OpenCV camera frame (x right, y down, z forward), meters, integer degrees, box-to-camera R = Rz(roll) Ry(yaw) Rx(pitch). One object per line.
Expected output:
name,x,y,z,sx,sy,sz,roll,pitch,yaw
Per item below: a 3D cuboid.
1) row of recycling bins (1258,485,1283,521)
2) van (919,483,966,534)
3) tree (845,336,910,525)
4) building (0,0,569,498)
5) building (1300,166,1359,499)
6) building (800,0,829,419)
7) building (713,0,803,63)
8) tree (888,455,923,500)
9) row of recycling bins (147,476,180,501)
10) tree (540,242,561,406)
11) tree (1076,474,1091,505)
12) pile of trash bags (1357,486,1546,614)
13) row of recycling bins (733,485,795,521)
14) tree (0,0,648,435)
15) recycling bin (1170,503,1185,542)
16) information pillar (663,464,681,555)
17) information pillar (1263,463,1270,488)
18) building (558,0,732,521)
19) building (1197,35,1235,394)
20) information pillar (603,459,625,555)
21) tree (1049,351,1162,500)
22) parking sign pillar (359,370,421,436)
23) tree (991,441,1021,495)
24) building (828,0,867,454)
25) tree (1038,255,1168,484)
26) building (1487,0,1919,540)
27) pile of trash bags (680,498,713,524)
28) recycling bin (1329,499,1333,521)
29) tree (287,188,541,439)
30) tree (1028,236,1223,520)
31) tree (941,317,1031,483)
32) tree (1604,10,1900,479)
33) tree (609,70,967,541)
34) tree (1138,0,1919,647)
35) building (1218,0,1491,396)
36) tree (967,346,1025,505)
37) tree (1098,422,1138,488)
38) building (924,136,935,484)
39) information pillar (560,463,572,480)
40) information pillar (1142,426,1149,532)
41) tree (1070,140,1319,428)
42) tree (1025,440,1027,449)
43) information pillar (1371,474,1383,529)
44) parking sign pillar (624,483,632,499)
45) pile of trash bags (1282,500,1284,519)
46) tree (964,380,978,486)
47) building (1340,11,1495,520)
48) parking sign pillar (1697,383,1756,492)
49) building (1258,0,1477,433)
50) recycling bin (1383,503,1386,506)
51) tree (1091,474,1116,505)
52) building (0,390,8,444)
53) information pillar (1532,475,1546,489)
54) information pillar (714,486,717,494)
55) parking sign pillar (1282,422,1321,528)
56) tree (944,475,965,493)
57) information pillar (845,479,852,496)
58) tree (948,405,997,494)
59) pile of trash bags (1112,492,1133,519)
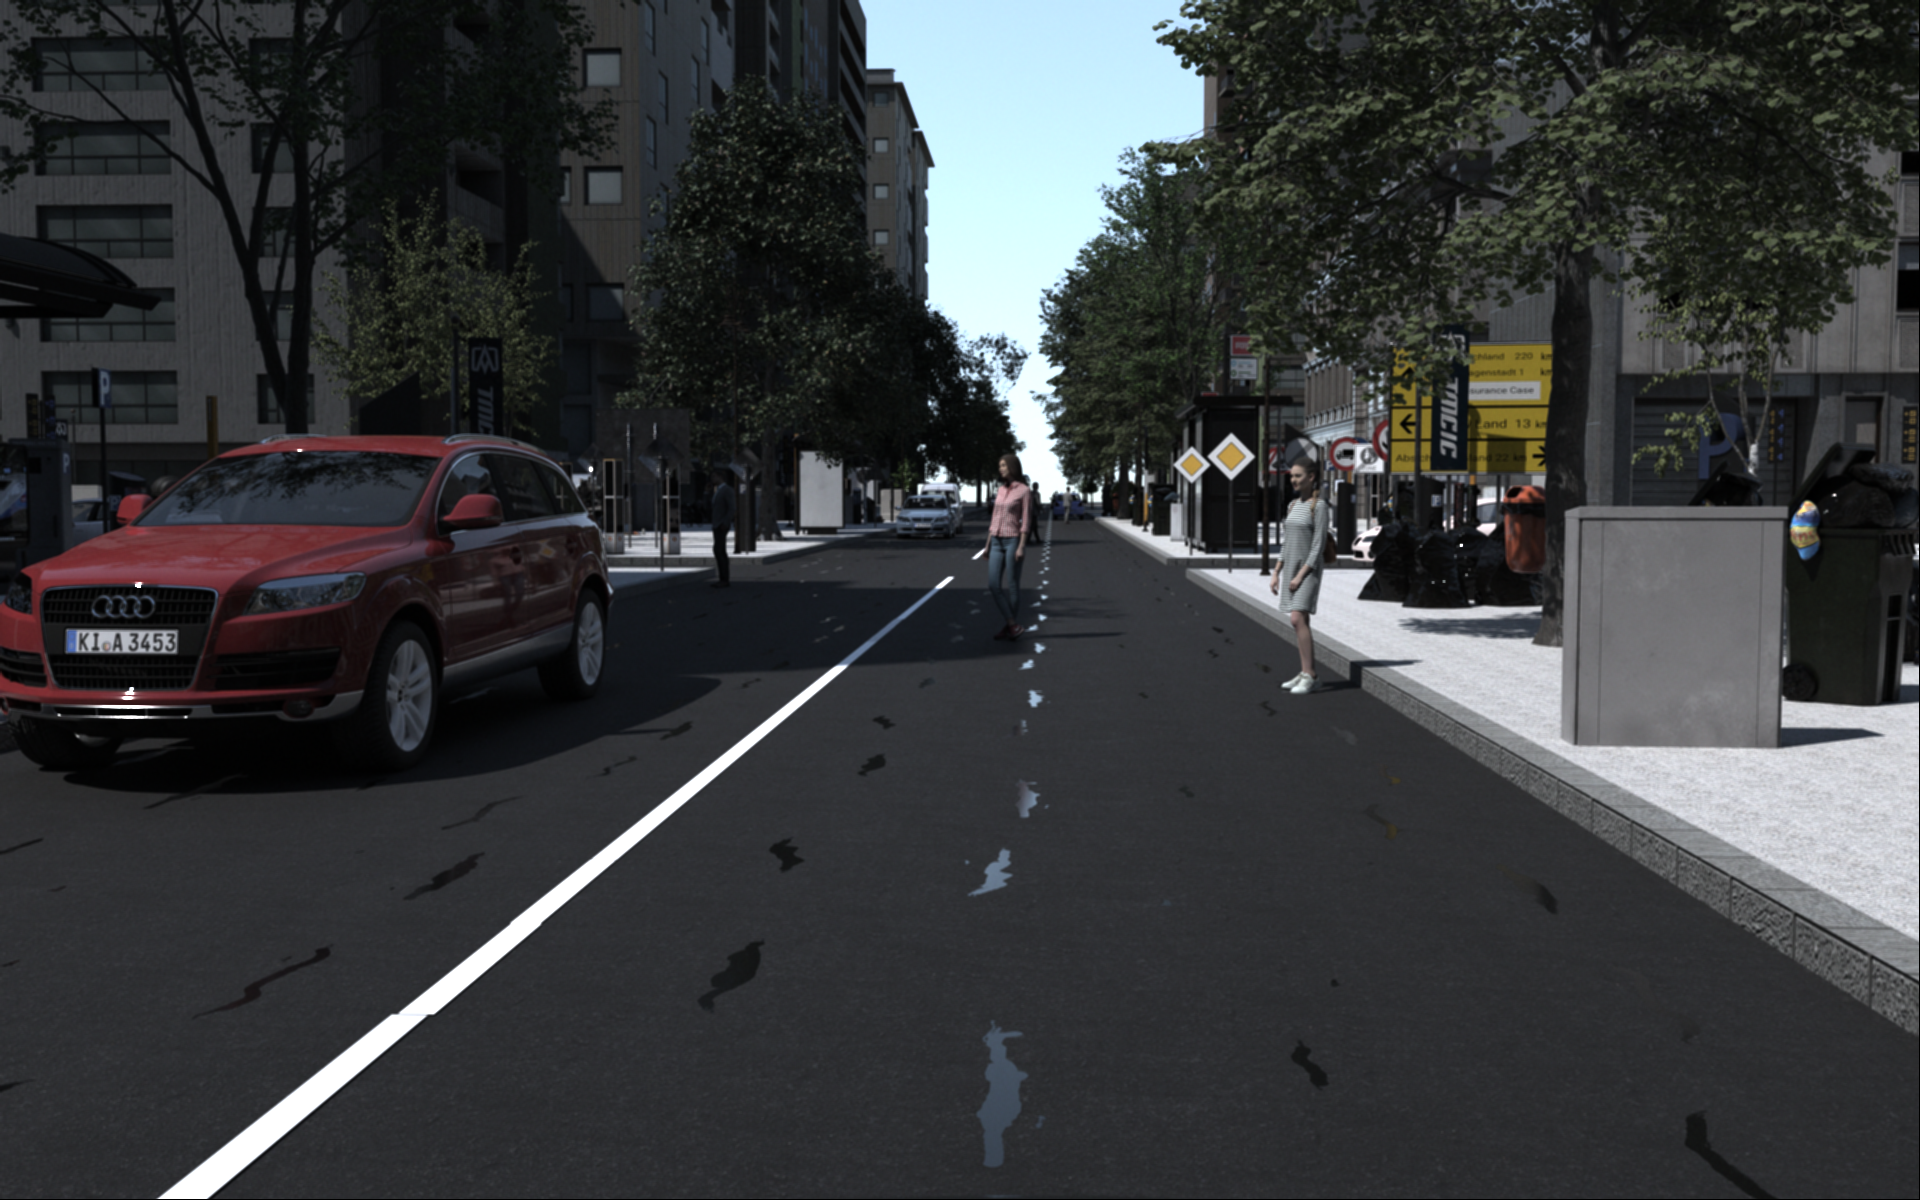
row of recycling bins,14.446,-4.567,81.775,3.534,1.692,1.069,2,4,28
van,-0.763,-3.409,62.742,2.013,2.044,4.112,0,4,2
tree,-4.018,-7.469,72.479,4.737,8.622,4.395,0,3,0
building,-22.383,-17.582,59.161,14.160,30.474,14.107,0,4,3
building,26.415,-16.118,99.694,11.583,22.565,21.152,0,4,3
building,-17.861,-29.557,133.371,14.600,45.320,14.200,0,4,3
building,-18.719,-26.643,119.201,14.154,41.232,14.086,0,4,3
tree,-2.775,-5.577,85.787,1.663,3.219,1.824,0,3,0
row of recycling bins,-17.834,-2.014,40.044,1.069,1.692,3.534,2,4,35
tree,-12.720,-5.912,47.026,4.737,8.622,4.395,0,3,0
tree,11.619,-9.815,155.083,1.663,3.219,1.824,0,3,0
pile of trash bags,5.902,-0.613,19.778,1.912,1.369,3.447,0,4,-6
row of recycling bins,-9.135,-4.587,82.109,3.534,1.692,1.069,-2,4,-27
tree,-7.207,-5.651,18.144,9.928,11.665,9.643,0,3,0
recycling bin,6.207,-2.112,47.078,0.722,1.027,0.722,3,5,43
information pillar,-6.083,-1.951,36.383,0.304,2.012,0.304,-3,5,-42
information pillar,19.299,-7.195,108.992,0.504,3.616,0.183,-1,4,-18
building,-27.569,-30.848,93.596,28.713,52.752,27.495,0,4,3
building,30.897,-31.608,166.898,14.600,45.320,14.200,0,4,3
information pillar,-7.330,-1.970,36.701,0.304,2.012,0.304,2,4,28
tree,9.386,-10.428,104.908,8.767,10.594,7.601,1,4,9
parking sign pillar,-12.344,-2.994,37.430,1.447,3.967,1.447,-3,4,-36
tree,4.269,-17.343,217.970,7.601,10.594,8.767,1,4,15
building,-19.845,-32.267,151.271,21.300,48.544,21.600,0,4,3
tree,12.624,-16.762,129.950,12.611,20.169,13.585,0,3,0
building,27.257,-14.243,50.902,19.932,24.808,12.078,0,4,3
pile of trash bags,-11.472,-3.968,74.630,1.912,1.369,3.447,2,4,27
recycling bin,18.012,-4.340,83.510,0.722,1.027,0.722,2,4,28
tree,-13.413,-5.561,41.288,4.737,8.622,4.395,0,3,0
tree,8.338,-11.014,86.729,9.857,13.997,8.962,0,3,0
tree,1.001,-20.191,186.017,12.611,20.169,13.585,0,3,0
tree,11.655,-4.594,25.471,4.737,8.622,4.395,0,3,0
tree,-5.149,-7.961,47.163,9.611,12.733,9.660,0,3,0
tree,5.511,-5.873,14.154,7.486,12.596,7.792,0,3,0
building,33.264,-30.009,145.263,22.147,44.769,28.867,0,4,3
tree,-2.680,-11.203,100.171,9.611,12.733,9.660,0,3,0
tree,10.733,-10.191,116.980,4.737,8.622,4.395,0,3,0
building,-18.639,-40.272,247.681,28.713,52.752,27.495,0,4,3
information pillar,-9.300,-2.212,40.661,0.304,2.012,0.304,3,5,42
information pillar,6.356,-4.149,59.198,0.183,3.616,0.504,0,3,0
tree,6.964,-7.684,51.382,9.928,11.665,9.643,0,3,0
tree,3.336,-17.600,204.769,9.611,12.733,9.660,0,3,0
information pillar,14.499,-3.410,60.238,0.304,2.012,0.304,-3,5,-44
parking sign pillar,-14.451,-5.255,74.393,1.447,3.967,1.447,1,4,13
pile of trash bags,16.100,-5.008,91.632,3.447,1.369,1.912,2,4,28
tree,1.969,-15.527,171.995,7.486,12.596,7.792,0,3,0
building,25.447,-14.385,76.997,13.314,21.916,24.055,0,4,3
parking sign pillar,18.263,-3.232,41.307,1.447,3.967,1.447,-2,4,-26
building,28.161,-26.932,123.937,14.154,41.232,14.086,0,4,3
recycling bin,12.631,-2.270,49.667,0.722,1.027,0.722,-2,4,-27
tree,12.102,-8.995,141.669,1.663,3.219,1.824,0,3,0
building,-44.084,-22.848,65.440,23.993,40.220,32.217,0,4,3
information pillar,8.306,-2.017,24.327,0.504,3.616,0.183,1,4,13
information pillar,-8.051,-3.269,57.947,0.304,2.012,0.304,-1,4,-14
parking sign pillar,12.874,-4.687,65.108,1.447,3.967,1.447,0,4,-1
tree,-0.458,-8.637,135.823,1.663,3.219,1.824,0,3,0
information pillar,-5.392,-4.800,82.973,0.304,2.012,0.304,-3,4,-36
tree,0.003,-11.080,131.522,4.737,8.622,4.395,0,3,0
pile of trash bags,9.428,-4.892,89.736,3.447,1.369,1.912,-2,4,-25
